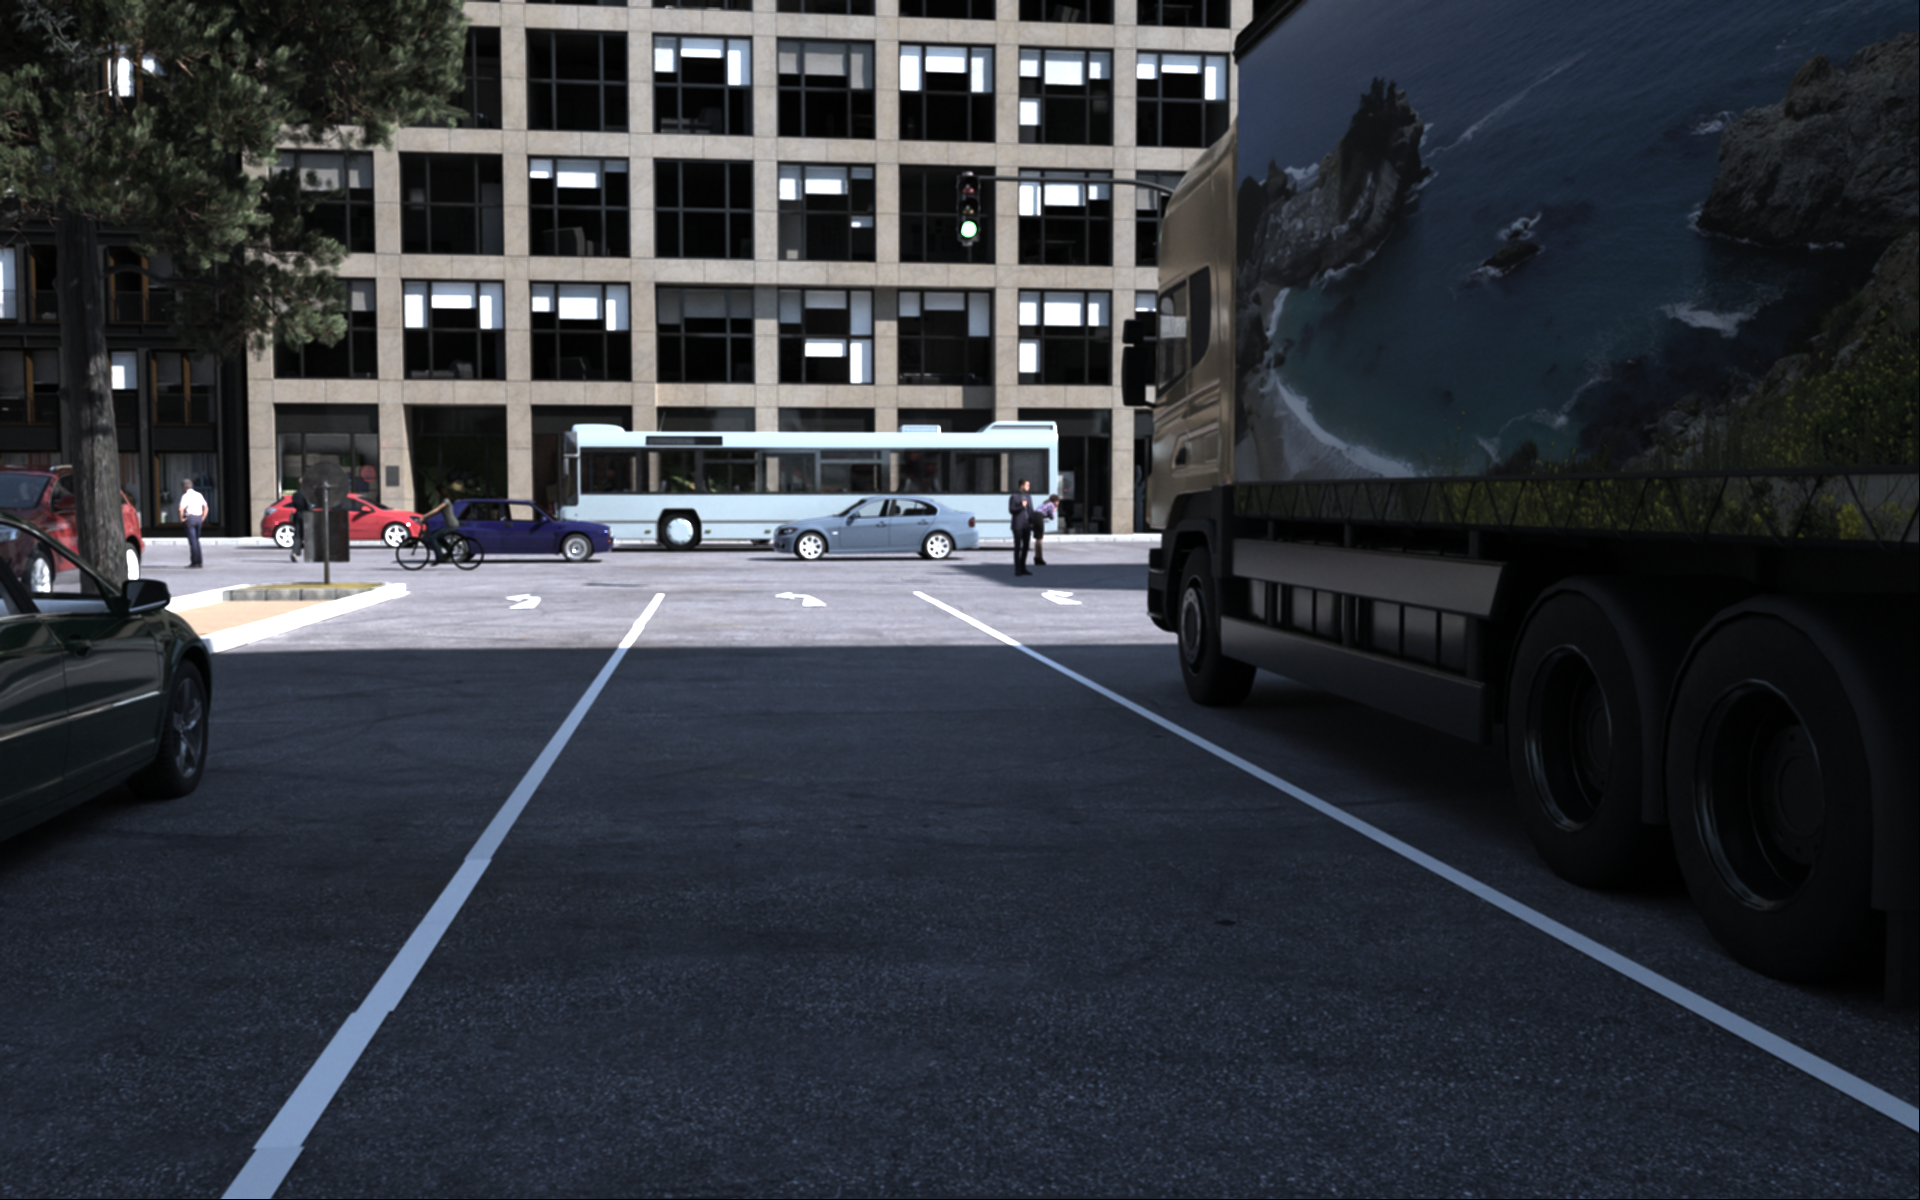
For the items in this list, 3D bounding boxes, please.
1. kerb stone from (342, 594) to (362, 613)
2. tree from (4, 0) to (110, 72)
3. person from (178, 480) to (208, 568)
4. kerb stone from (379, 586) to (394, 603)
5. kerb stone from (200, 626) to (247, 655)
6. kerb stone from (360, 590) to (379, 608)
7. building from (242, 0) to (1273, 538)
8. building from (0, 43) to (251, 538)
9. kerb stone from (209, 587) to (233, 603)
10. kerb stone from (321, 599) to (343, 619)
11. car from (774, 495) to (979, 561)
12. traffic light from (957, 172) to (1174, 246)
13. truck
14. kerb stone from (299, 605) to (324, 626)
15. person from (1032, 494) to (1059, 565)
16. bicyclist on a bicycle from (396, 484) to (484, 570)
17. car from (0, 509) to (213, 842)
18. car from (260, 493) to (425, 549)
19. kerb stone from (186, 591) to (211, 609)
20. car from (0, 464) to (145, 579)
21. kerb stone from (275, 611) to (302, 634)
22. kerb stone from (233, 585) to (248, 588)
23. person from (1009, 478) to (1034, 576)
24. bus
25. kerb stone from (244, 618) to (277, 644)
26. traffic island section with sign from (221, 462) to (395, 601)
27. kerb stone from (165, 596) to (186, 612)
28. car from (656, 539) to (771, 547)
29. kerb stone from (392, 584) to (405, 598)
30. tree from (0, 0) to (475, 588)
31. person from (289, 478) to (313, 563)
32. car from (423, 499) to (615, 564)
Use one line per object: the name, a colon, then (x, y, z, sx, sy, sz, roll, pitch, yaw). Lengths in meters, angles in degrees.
kerb stone: (-7.494, 0.066, 21.126, 0.120, 0.150, 1.000, 0, 4, -8)
tree: (-6.690, -5.729, 6.499, 12.009, 13.543, 11.850, 0, 3, 0)
person: (-14.877, -1.469, 33.454, 0.436, 1.711, 0.756, 2, 4, 25)
kerb stone: (-7.768, -0.052, 23.164, 0.120, 0.150, 1.000, 0, 4, -8)
kerb stone: (-6.820, 0.377, 16.026, 0.120, 0.150, 1.000, 0, 4, -8)
kerb stone: (-7.630, 0.007, 22.148, 0.120, 0.150, 1.000, 0, 4, -8)
building: (-5.317, -15.749, 62.016, 34.151, 26.468, 19.350, 0, 4, -8)
building: (-29.661, -13.772, 54.842, 15.834, 23.373, 12.332, 0, 4, -8)
kerb stone: (-9.843, -0.042, 22.883, 0.120, 0.150, 1.000, 0, 4, -8)
kerb stone: (-7.364, 0.128, 20.109, 0.120, 0.150, 1.000, 0, 4, -8)
car: (-1.840, -1.589, 37.986, 4.499, 1.417, 2.014, -1, 4, -9)
traffic light: (2.287, -3.079, 25.013, 4.771, 5.953, 1.251, 0, 4, -8)
truck: (3.128, -1.196, 8.469, 2.839, 4.237, 11.283, 0, 4, -7)
kerb stone: (-7.224, 0.190, 19.093, 0.120, 0.150, 1.000, 0, 4, -8)
person: (1.698, -1.425, 35.029, 0.697, 1.427, 0.421, -2, 4, -32)
bicyclist on a bicycle: (-9.779, -1.377, 32.527, 1.625, 1.676, 1.499, 0, 4, -7)
car: (-4.362, 0.312, 6.699, 2.131, 1.459, 4.920, 0, 4, -8)
car: (-16.213, -2.268, 46.125, 4.494, 1.783, 2.155, 0, 4, -8)
kerb stone: (-9.706, 0.022, 21.867, 0.120, 0.150, 1.000, 0, 4, -8)
car: (-12.069, -0.811, 21.937, 2.281, 1.827, 5.304, 0, 4, -8)
kerb stone: (-7.081, 0.255, 18.074, 0.120, 0.150, 1.000, 0, 4, -8)
kerb stone: (-9.983, -0.105, 23.906, 0.120, 0.150, 1.000, 0, 4, -8)
person: (1.086, -1.289, 30.497, 0.541, 1.710, 0.530, -2, 4, -28)
bus: (-4.245, -3.018, 44.197, 13.247, 3.499, 2.948, 0, 4, -6)
kerb stone: (-6.945, 0.316, 17.051, 0.120, 0.150, 1.000, 0, 4, -8)
traffic island section with sign: (-8.937, -0.972, 24.024, 2.006, 1.907, 1.989, 0, 4, -8)
kerb stone: (-9.564, 0.083, 20.838, 0.120, 0.150, 1.000, 0, 4, -8)
car: (-6.754, -2.316, 48.088, 3.980, 1.641, 2.015, -1, 4, -8)
kerb stone: (-7.902, -0.121, 24.180, 0.120, 0.150, 1.000, 0, 4, -8)
tree: (-8.374, -6.511, 16.342, 7.806, 13.903, 7.818, 0, 3, 0)
person: (-13.787, -1.677, 36.347, 0.576, 1.772, 0.534, 0, 4, -2)
car: (-9.277, -1.470, 36.620, 3.894, 1.354, 1.945, -1, 4, -9)
